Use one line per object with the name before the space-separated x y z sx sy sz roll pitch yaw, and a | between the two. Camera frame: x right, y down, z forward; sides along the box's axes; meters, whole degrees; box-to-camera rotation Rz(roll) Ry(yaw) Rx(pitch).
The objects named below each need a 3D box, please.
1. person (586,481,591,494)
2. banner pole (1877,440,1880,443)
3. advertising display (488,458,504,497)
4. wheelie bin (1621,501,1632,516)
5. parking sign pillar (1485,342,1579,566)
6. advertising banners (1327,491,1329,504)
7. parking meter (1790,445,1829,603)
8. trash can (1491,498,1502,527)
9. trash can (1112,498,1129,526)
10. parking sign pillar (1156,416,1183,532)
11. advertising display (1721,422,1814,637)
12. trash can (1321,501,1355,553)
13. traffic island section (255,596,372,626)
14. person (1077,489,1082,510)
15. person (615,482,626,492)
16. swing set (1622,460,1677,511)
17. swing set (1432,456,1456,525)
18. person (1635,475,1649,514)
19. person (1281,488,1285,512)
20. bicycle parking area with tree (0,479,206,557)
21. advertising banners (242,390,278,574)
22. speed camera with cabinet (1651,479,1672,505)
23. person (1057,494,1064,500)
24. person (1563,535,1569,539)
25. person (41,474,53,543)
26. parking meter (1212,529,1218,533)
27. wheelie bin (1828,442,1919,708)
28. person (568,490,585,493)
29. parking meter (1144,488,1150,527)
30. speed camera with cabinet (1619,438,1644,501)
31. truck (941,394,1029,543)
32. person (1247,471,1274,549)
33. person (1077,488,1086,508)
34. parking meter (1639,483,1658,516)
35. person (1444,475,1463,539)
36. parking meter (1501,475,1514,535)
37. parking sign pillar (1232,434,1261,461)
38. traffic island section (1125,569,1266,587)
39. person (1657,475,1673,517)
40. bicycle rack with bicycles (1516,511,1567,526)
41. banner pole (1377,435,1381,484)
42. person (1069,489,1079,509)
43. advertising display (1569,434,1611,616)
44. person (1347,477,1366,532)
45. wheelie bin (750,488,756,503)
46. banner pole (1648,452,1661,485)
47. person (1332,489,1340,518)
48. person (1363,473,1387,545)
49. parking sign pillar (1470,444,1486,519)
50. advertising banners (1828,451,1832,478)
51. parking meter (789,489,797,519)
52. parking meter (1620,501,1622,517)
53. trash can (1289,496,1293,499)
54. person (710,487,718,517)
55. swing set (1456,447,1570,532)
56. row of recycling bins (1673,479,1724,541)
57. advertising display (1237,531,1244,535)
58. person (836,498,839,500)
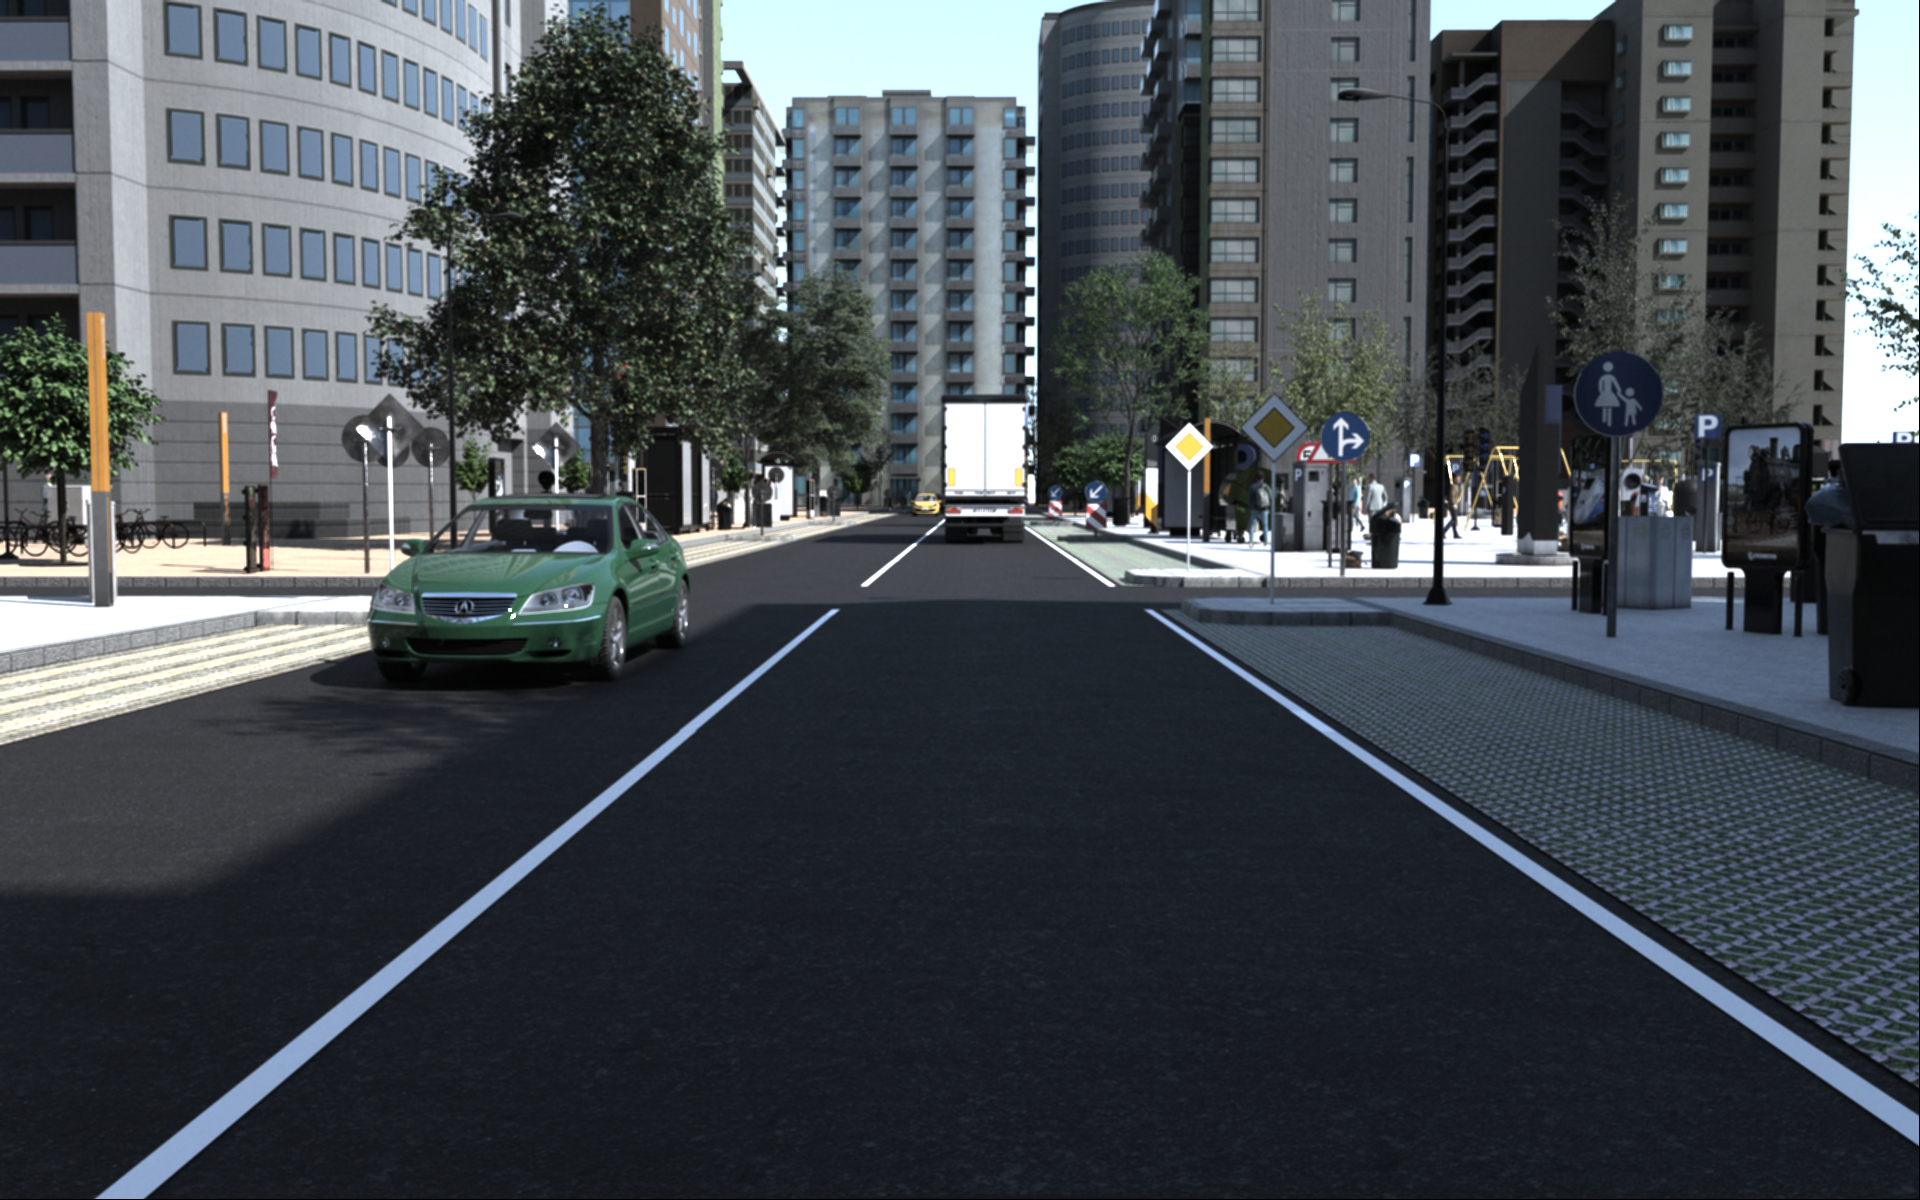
person | -16.417 -4.320 76.482 0.447 1.846 0.655 -1 4 -10
banner pole | 42.146 -5.470 79.445 0.401 3.779 0.863 1 4 12
advertising display | -8.317 -1.583 31.096 0.123 1.923 0.974 0 4 -6
wheelie bin | 33.664 -4.872 87.567 0.693 1.594 0.980 1 4 9
parking sign pillar | 10.502 -2.628 31.433 1.447 3.967 1.447 0 4 5
advertising banners | 17.720 -5.346 83.593 0.090 3.025 2.074 0 4 3
parking meter | 10.047 -0.903 20.481 0.255 1.863 0.399 0 4 -1
trash can | 20.832 -3.373 66.798 0.748 1.137 0.748 0 3 0
trash can | 6.411 -3.522 69.234 0.748 1.137 0.748 0 3 0
parking sign pillar | 7.416 -4.337 59.387 1.447 3.967 1.447 2 4 29
advertising display | 7.418 -0.657 15.953 0.123 1.923 0.974 -1 4 -18
trash can | 8.203 -1.590 37.654 0.748 1.137 0.748 0 3 0
traffic island section | -6.667 0.124 20.248 2.009 0.180 2.903 0 4 1
person | 9.881 -8.336 143.134 0.445 1.727 0.742 0 3 0
person | -14.422 -4.135 73.742 0.616 1.811 0.778 0 4 -3
swing set | 31.831 -5.068 80.488 3.119 2.851 2.862 1 4 16
swing set | 21.354 -4.479 70.857 3.119 2.851 2.862 0 4 -6
person | 20.306 -2.772 51.241 0.818 1.842 0.514 0 4 5
person | 10.789 -3.191 58.405 0.537 1.800 0.526 -2 4 -33
bicycle parking area with tree | -21.598 -3.165 38.751 9.016 4.147 8.231 1 4 12
advertising banners | -11.553 -1.987 28.679 0.090 3.025 2.074 0 4 -7
speed camera with cabinet | 40.433 -6.505 100.698 0.660 3.252 2.038 -3 5 -42
person | 9.797 -10.172 172.362 1.348 1.822 0.705 1 4 22
person | 14.184 -2.057 39.560 0.818 1.842 0.514 2 4 34
person | -23.827 -2.405 45.535 0.590 1.801 0.661 0 4 -3
parking meter | 8.319 -3.139 57.039 0.399 1.863 0.255 1 4 9
wheelie bin | 5.671 -0.165 10.603 0.980 1.594 0.693 1 4 9
person | -14.343 -3.583 64.801 0.592 1.802 0.473 2 4 33
parking meter | 7.277 -3.574 66.843 0.372 1.533 0.369 0 3 0
speed camera with cabinet | 22.787 -4.057 60.673 2.038 3.252 0.660 0 4 8
truck | 0.741 -4.002 54.345 2.839 4.237 11.283 0 4 0
person | 7.070 -2.146 41.119 0.794 1.824 0.713 3 5 45
person | 11.638 -9.539 162.146 1.348 1.807 0.705 1 4 15
parking meter | 15.036 -1.799 37.820 0.372 1.533 0.369 0 3 0
person | 14.126 -2.672 49.640 0.836 1.842 0.656 -1 4 -19
parking meter | 17.071 -2.953 53.993 0.255 1.863 0.399 0 4 -8
parking sign pillar | 10.954 -4.807 67.059 1.447 3.967 1.447 1 4 21
traffic island section | 3.749 -0.358 28.132 2.009 0.180 2.903 0 4 1
person | 18.781 -2.447 46.396 0.624 1.780 0.694 -3 5 -39
bicycle rack with bicycles | 23.051 -3.319 67.640 2.925 0.926 2.852 -1 4 -14
banner pole | 17.868 -5.127 73.847 0.401 3.779 0.863 0 4 3
person | 10.053 -8.870 151.201 1.348 1.807 0.705 -2 4 -33
advertising display | 6.815 -0.823 18.677 0.123 1.923 0.974 0 4 -2
person | 13.324 -3.204 58.290 0.748 1.841 0.638 0 4 1
wheelie bin | -11.283 -5.180 92.603 0.693 1.594 0.980 1 4 16
banner pole | 41.084 -6.876 102.440 0.863 3.779 0.401 2 4 26
person | 19.720 -5.212 91.651 0.661 1.777 0.834 3 5 40
person | 10.399 -2.282 43.455 0.635 1.810 0.391 -3 5 -40
parking sign pillar | 26.884 -6.149 89.009 1.447 3.967 1.447 1 4 16
advertising banners | 35.245 -4.502 69.801 0.090 3.025 2.074 1 4 11
parking meter | -9.147 -5.313 95.280 0.372 1.533 0.369 0 3 0
parking meter | 32.824 -4.939 86.458 0.255 1.863 0.399 -1 4 -13
trash can | 19.888 -5.570 102.724 0.748 1.137 0.748 0 3 0
person | -13.740 -5.493 96.039 0.721 1.800 0.419 -3 4 -37
swing set | 18.855 -3.685 57.873 3.119 2.851 2.862 -2 4 -26
row of recycling bins | 20.947 -2.523 48.360 3.534 1.692 1.069 -3 5 -41
advertising display | 8.725 -2.995 54.177 0.974 1.923 0.123 -2 4 -26
person | -9.680 -7.828 135.505 0.593 1.643 0.415 -3 5 -43
